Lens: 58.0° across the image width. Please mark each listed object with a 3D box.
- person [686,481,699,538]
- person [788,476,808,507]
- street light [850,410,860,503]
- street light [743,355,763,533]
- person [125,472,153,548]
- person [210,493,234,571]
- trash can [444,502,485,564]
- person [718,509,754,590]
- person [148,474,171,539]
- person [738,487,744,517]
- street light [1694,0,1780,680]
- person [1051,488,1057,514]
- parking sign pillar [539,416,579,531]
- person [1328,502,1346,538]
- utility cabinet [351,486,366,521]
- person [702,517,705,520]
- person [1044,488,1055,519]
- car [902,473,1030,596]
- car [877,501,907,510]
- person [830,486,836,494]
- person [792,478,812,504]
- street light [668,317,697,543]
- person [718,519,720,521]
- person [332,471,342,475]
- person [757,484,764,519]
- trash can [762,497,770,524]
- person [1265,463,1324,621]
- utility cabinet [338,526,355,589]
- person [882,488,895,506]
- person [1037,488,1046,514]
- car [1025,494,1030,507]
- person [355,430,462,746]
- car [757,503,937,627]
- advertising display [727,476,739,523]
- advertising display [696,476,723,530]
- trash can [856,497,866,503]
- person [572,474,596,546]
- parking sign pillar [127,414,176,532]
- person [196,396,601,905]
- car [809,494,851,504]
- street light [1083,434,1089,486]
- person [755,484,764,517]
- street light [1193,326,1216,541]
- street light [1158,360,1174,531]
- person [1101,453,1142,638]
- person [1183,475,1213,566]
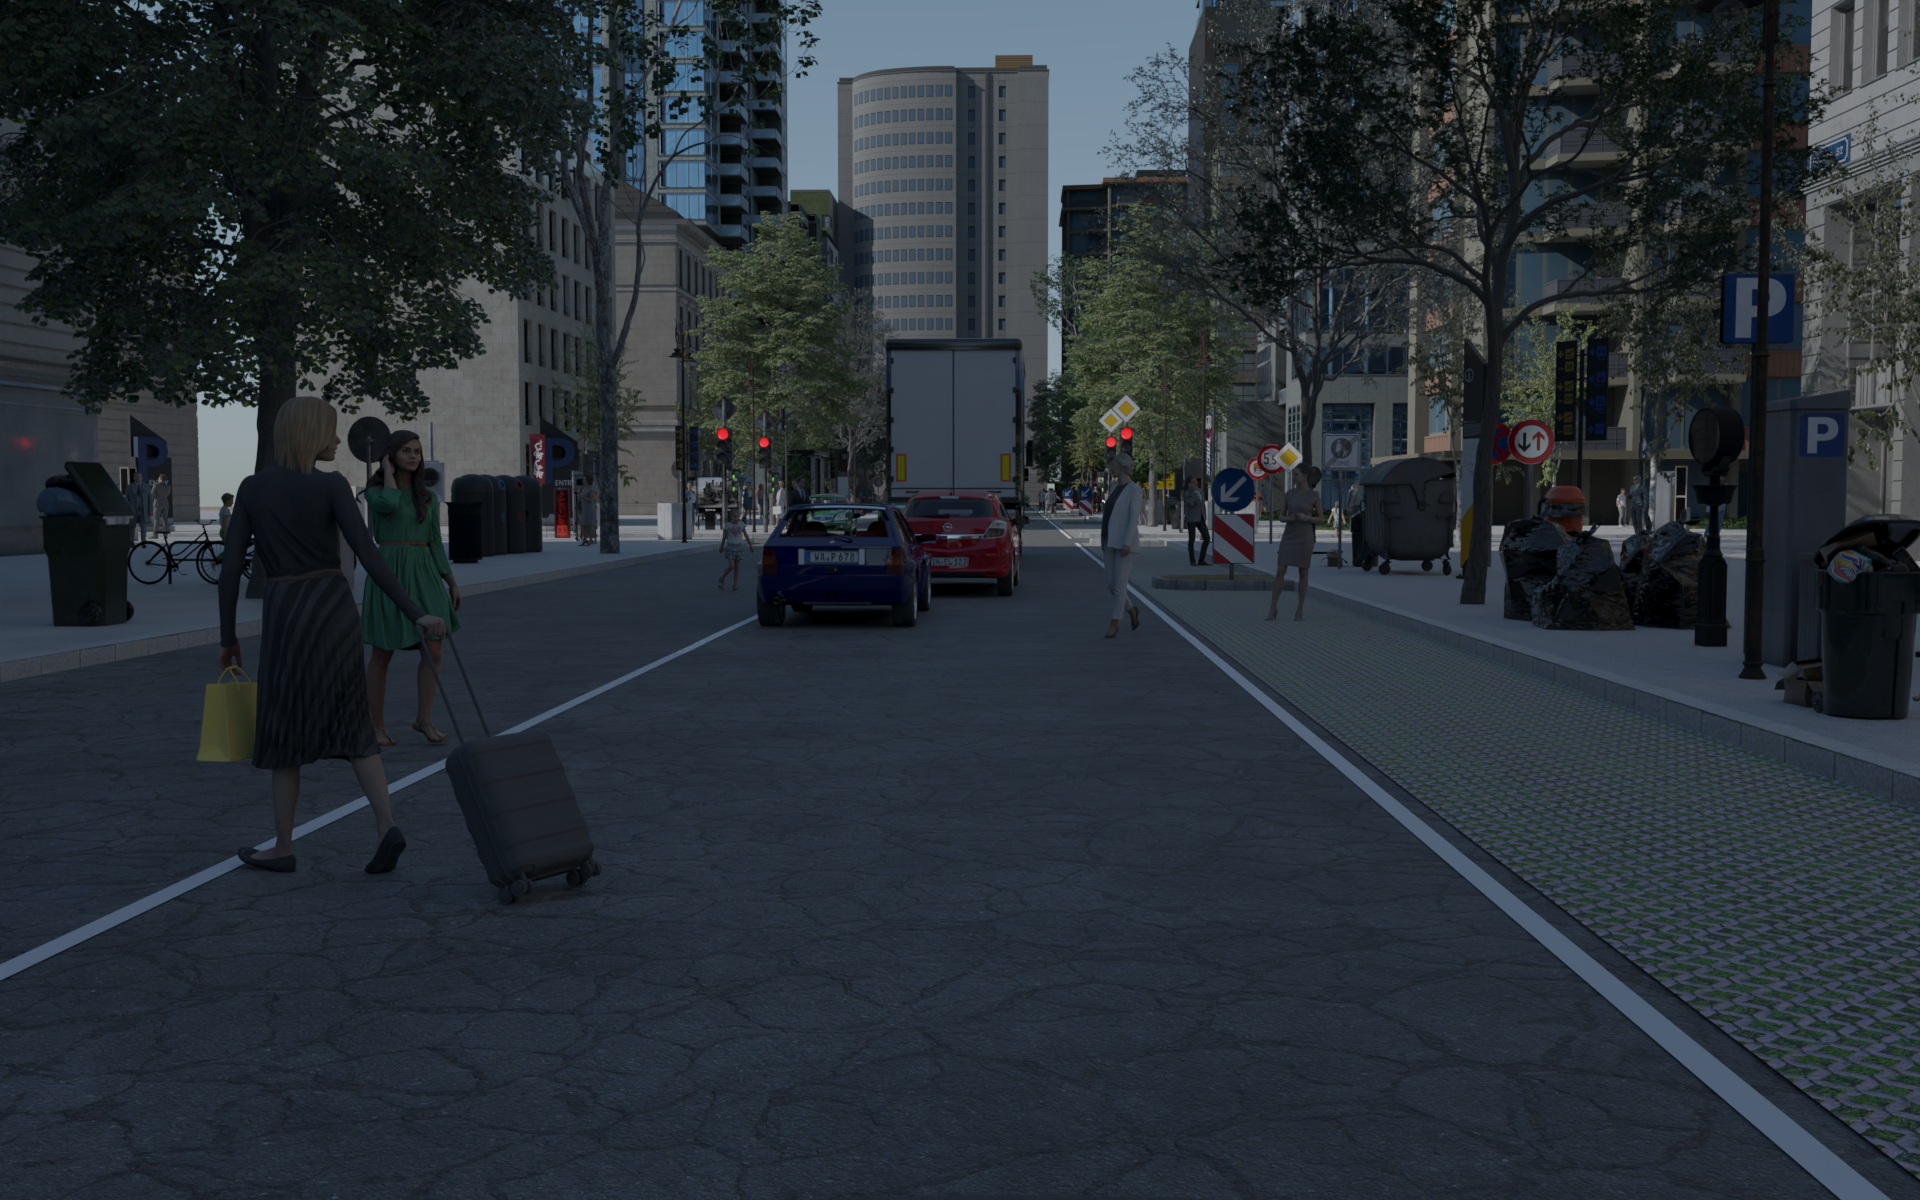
[{"bbox_3d":[-8.396,-2.766,53.745,0.581,1.822,0.654,-2,4,-35],"label":"person"},{"bbox_3d":[-3.597,-1.912,39.533,0.659,1.850,0.755,-3,5,-44],"label":"person"},{"bbox_3d":[-5.655,-7.382,93.487,0.468,5.910,1.993,0,4,2],"label":"street light"},{"bbox_3d":[-6.863,-5.187,57.597,0.468,5.910,1.993,0,4,2],"label":"street light"},{"bbox_3d":[-19.542,-2.141,41.142,0.694,1.812,0.767,-2,4,-29],"label":"person"},{"bbox_3d":[-12.240,-1.133,28.817,0.306,1.304,0.590,2,4,35],"label":"person"},{"bbox_3d":[-9.193,-1.255,32.172,0.748,1.137,0.748,0,3,0],"label":"trash can"},{"bbox_3d":[-3.353,-0.759,25.926,0.505,1.210,0.382,-2,4,-27],"label":"person"},{"bbox_3d":[-23.048,-2.689,49.819,0.447,1.846,0.655,2,4,35],"label":"person"},{"bbox_3d":[-12.425,-5.582,97.428,0.709,1.813,0.853,-2,4,-30],"label":"person"},{"bbox_3d":[5.515,-2.391,11.875,0.468,5.910,1.993,0,4,2],"label":"street light"},{"bbox_3d":[6.188,-6.518,114.919,0.661,1.843,0.795,-3,4,-37],"label":"person"},{"bbox_3d":[-13.872,-4.375,60.000,1.447,3.967,1.447,-1,4,-21],"label":"parking sign pillar"},{"bbox_3d":[11.120,-2.297,51.077,0.505,1.210,0.382,0,4,-5],"label":"person"},{"bbox_3d":[-16.955,-2.456,48.828,0.318,1.500,1.173,-2,4,-28],"label":"utility cabinet"},{"bbox_3d":[-12.704,-4.822,84.687,0.655,1.846,0.447,0,4,-6],"label":"person"},{"bbox_3d":[5.196,-5.661,101.259,0.606,1.804,0.583,-1,4,-21],"label":"person"},{"bbox_3d":[-0.038,-1.031,25.889,2.155,1.783,4.494,0,4,4],"label":"car"},{"bbox_3d":[-2.766,-4.311,79.275,1.959,1.807,4.718,0,4,2],"label":"car"},{"bbox_3d":[-6.621,-5.063,89.662,0.643,1.720,0.563,1,4,19],"label":"person"},{"bbox_3d":[-4.375,-2.351,46.724,0.659,1.850,0.755,3,5,41],"label":"person"},{"bbox_3d":[-7.257,-4.444,45.445,0.468,5.910,1.993,0,4,2],"label":"street light"},{"bbox_3d":[-11.335,-4.697,83.068,0.641,1.798,0.478,2,4,25],"label":"person"},{"bbox_3d":[-13.005,-1.826,36.320,0.534,1.772,0.576,0,4,1],"label":"person"},{"bbox_3d":[-10.250,-5.099,89.418,0.388,1.821,0.555,3,4,36],"label":"person"},{"bbox_3d":[-7.972,-3.765,73.210,0.748,1.137,0.748,0,3,0],"label":"trash can"},{"bbox_3d":[3.760,-0.650,19.473,0.599,1.781,0.374,2,4,27],"label":"person"},{"bbox_3d":[-8.711,-0.753,23.473,1.020,1.237,0.306,1,4,23],"label":"utility cabinet"},{"bbox_3d":[-1.925,-2.282,45.910,0.778,1.811,0.616,2,4,27],"label":"person"},{"bbox_3d":[5.859,-7.027,123.244,0.795,1.843,0.661,-3,5,-45],"label":"person"},{"bbox_3d":[6.726,-11.086,190.060,1.959,1.807,4.718,0,4,3],"label":"car"},{"bbox_3d":[-3.169,-0.069,9.880,0.529,1.795,0.600,2,4,32],"label":"person"},{"bbox_3d":[-1.269,-0.459,20.086,1.945,1.354,3.894,0,4,2],"label":"car"},{"bbox_3d":[-8.491,-3.508,62.565,0.974,1.923,0.123,0,4,-6],"label":"advertising display"},{"bbox_3d":[-8.968,-3.482,62.141,0.974,1.923,0.123,0,4,1],"label":"advertising display"},{"bbox_3d":[-5.739,-5.428,100.403,0.748,1.137,0.748,0,3,0],"label":"trash can"},{"bbox_3d":[-9.283,-2.218,42.663,0.532,1.782,0.716,-2,4,-35],"label":"person"},{"bbox_3d":[-27.598,-4.317,59.059,1.447,3.967,1.447,2,4,35],"label":"parking sign pillar"},{"bbox_3d":[-2.126,0.144,6.363,1.509,1.804,0.699,2,4,31],"label":"person"},{"bbox_3d":[-4.534,-2.923,59.591,2.131,1.459,4.920,0,3,0],"label":"car"},{"bbox_3d":[9.500,-9.648,130.529,0.468,5.910,1.993,0,4,2],"label":"street light"},{"bbox_3d":[-10.916,-5.451,95.136,0.573,1.828,0.580,2,4,24],"label":"person"},{"bbox_3d":[6.706,-4.581,47.693,0.468,5.910,1.993,0,4,2],"label":"street light"},{"bbox_3d":[7.103,-5.331,59.944,0.468,5.910,1.993,0,4,2],"label":"street light"},{"bbox_3d":[1.666,-0.558,17.501,0.514,1.842,0.818,3,4,39],"label":"person"},{"bbox_3d":[4.717,-1.572,34.389,0.592,1.802,0.473,-1,4,-19],"label":"person"}]
